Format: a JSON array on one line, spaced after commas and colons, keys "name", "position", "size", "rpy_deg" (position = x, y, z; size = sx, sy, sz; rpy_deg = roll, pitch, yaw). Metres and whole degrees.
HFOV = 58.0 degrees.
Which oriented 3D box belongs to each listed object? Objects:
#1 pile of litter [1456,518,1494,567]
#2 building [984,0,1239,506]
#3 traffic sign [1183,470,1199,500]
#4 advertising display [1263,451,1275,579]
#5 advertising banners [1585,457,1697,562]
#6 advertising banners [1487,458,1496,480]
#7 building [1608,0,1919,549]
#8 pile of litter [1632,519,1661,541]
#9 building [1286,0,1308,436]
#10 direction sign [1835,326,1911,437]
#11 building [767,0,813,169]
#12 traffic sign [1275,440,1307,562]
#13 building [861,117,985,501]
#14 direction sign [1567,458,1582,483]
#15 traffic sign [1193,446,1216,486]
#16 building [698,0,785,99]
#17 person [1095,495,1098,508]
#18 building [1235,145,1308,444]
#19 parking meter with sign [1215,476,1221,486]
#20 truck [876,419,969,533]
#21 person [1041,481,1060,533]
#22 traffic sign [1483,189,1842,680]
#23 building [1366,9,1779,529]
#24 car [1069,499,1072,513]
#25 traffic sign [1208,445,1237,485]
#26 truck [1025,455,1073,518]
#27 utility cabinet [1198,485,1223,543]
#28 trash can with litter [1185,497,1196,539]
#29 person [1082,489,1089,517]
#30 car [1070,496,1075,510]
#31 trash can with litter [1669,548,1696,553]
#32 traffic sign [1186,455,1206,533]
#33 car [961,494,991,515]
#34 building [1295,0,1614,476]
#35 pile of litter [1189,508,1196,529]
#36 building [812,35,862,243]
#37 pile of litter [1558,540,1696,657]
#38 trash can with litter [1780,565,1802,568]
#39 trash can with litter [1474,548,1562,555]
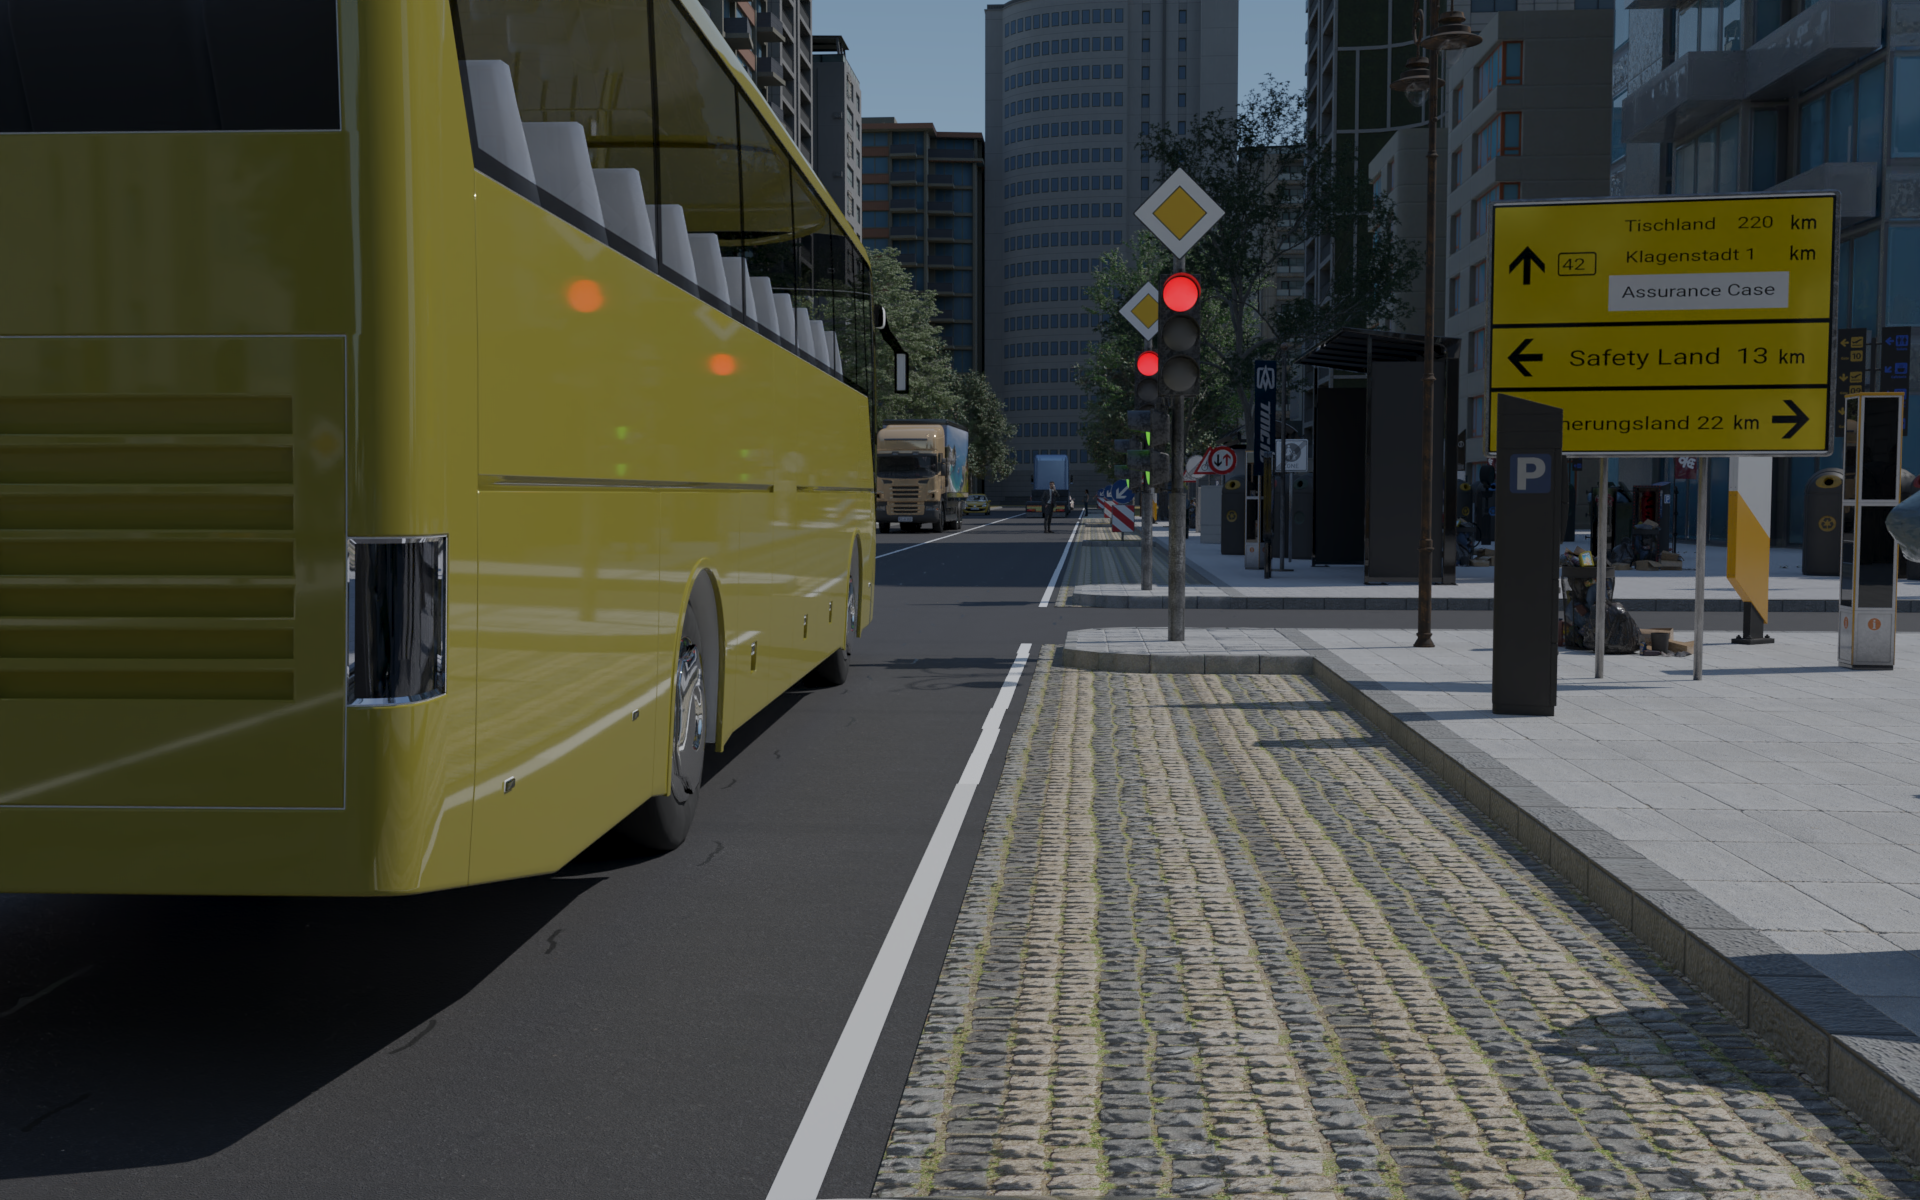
[{"name": "pile of litter", "position": [9.334, -1.055, 31.222], "size": [1.719, 0.858, 1.176], "rpy_deg": [-3, 5, -44]}, {"name": "building", "position": [17.132, -40.324, 201.297], "size": [28.212, 58.520, 21.231], "rpy_deg": [0, 4, 4]}, {"name": "traffic sign", "position": [10.193, -4.723, 77.219], "size": [0.884, 2.594, 0.081], "rpy_deg": [0, 4, 7]}, {"name": "advertising display", "position": [4.743, -1.307, 26.584], "size": [0.123, 1.923, 0.974], "rpy_deg": [1, 4, 13]}, {"name": "advertising banners", "position": [12.434, -2.155, 31.428], "size": [2.074, 3.025, 0.090], "rpy_deg": [0, 4, 4]}, {"name": "advertising banners", "position": [18.287, -3.960, 60.939], "size": [0.090, 3.025, 2.074], "rpy_deg": [-1, 4, -11]}, {"name": "building", "position": [32.640, -25.925, 43.489], "size": [30.456, 49.044, 23.786], "rpy_deg": [0, 4, 4]}, {"name": "pile of litter", "position": [11.721, -0.939, 29.322], "size": [1.719, 0.858, 1.176], "rpy_deg": [1, 4, 21]}, {"name": "building", "position": [37.358, -50.832, 143.776], "size": [22.319, 86.520, 31.000], "rpy_deg": [0, 4, 4]}, {"name": "direction sign", "position": [12.415, -1.934, 23.622], "size": [0.876, 3.537, 0.379], "rpy_deg": [2, 4, 28]}, {"name": "building", "position": [-20.469, -42.835, 138.605], "size": [20.563, 71.187, 20.611], "rpy_deg": [0, 4, 4]}, {"name": "traffic sign", "position": [6.196, -1.855, 32.455], "size": [0.606, 2.300, 0.079], "rpy_deg": [1, 4, 11]}, {"name": "building", "position": [-11.298, -33.616, 204.244], "size": [28.867, 44.769, 22.147], "rpy_deg": [0, 4, 4]}, {"name": "direction sign", "position": [20.526, -4.057, 58.322], "size": [0.876, 3.537, 0.379], "rpy_deg": [-1, 4, -8]}, {"name": "traffic sign", "position": [6.742, -2.860, 46.773], "size": [0.884, 2.594, 0.081], "rpy_deg": [0, 4, 7]}, {"name": "building", "position": [-23.766, -28.151, 114.896], "size": [22.147, 44.769, 28.867], "rpy_deg": [0, 4, 4]}, {"name": "person", "position": [13.282, -9.580, 165.851], "size": [1.217, 1.743, 0.721], "rpy_deg": [1, 4, 22]}, {"name": "building", "position": [38.329, -31.398, 196.944], "size": [14.086, 41.232, 14.154], "rpy_deg": [0, 4, 4]}, {"name": "parking meter with sign", "position": [11.471, -4.833, 75.282], "size": [1.738, 3.016, 0.543], "rpy_deg": [-1, 4, -15]}, {"name": "truck", "position": [-1.447, -4.784, 67.127], "size": [2.839, 4.237, 11.283], "rpy_deg": [0, 4, 6]}, {"name": "person", "position": [3.341, -3.422, 63.816], "size": [0.648, 1.900, 0.474], "rpy_deg": [-3, 4, -36]}, {"name": "traffic sign", "position": [4.767, -1.102, 11.891], "size": [2.265, 3.308, 0.079], "rpy_deg": [1, 4, 11]}, {"name": "building", "position": [34.108, -14.108, 75.705], "size": [27.650, 21.520, 28.899], "rpy_deg": [0, 4, 4]}, {"name": "car", "position": [7.416, -7.352, 129.988], "size": [2.009, 1.686, 4.222], "rpy_deg": [0, 4, 6]}, {"name": "traffic sign", "position": [6.894, -2.778, 45.532], "size": [0.768, 2.556, 0.104], "rpy_deg": [1, 4, 12]}, {"name": "truck", "position": [5.812, -7.523, 112.758], "size": [2.967, 4.110, 18.799], "rpy_deg": [0, 4, 4]}, {"name": "utility cabinet", "position": [6.804, -2.202, 44.684], "size": [1.173, 1.500, 0.318], "rpy_deg": [2, 4, 35]}, {"name": "trash can with litter", "position": [6.319, -2.316, 49.251], "size": [0.624, 1.170, 1.055], "rpy_deg": [1, 4, 10]}, {"name": "person", "position": [7.919, -6.139, 109.586], "size": [0.721, 1.735, 1.217], "rpy_deg": [-1, 4, -11]}, {"name": "car", "position": [9.339, -8.832, 156.764], "size": [2.083, 1.381, 4.827], "rpy_deg": [0, 4, 5]}, {"name": "trash can with litter", "position": [15.446, -1.687, 38.640], "size": [1.678, 1.210, 2.233], "rpy_deg": [1, 4, 17]}, {"name": "traffic sign", "position": [7.803, -3.479, 56.988], "size": [0.768, 2.556, 0.104], "rpy_deg": [1, 4, 13]}, {"name": "car", "position": [1.132, -6.558, 117.449], "size": [2.015, 1.641, 3.980], "rpy_deg": [0, 4, 4]}, {"name": "building", "position": [33.188, -41.619, 118.726], "size": [20.563, 71.187, 20.611], "rpy_deg": [0, 4, 4]}, {"name": "pile of litter", "position": [8.850, -3.092, 64.527], "size": [1.176, 0.858, 1.719], "rpy_deg": [0, 4, -2]}, {"name": "building", "position": [-16.315, -29.011, 157.928], "size": [14.086, 41.232, 14.154], "rpy_deg": [0, 4, 4]}, {"name": "pile of litter", "position": [5.403, -0.029, 14.432], "size": [1.176, 0.858, 1.719], "rpy_deg": [0, 4, -4]}, {"name": "trash can with litter", "position": [15.286, -1.136, 29.633], "size": [2.233, 1.210, 1.678], "rpy_deg": [2, 4, 28]}, {"name": "trash can with litter", "position": [11.421, -1.530, 36.072], "size": [2.233, 1.210, 1.678], "rpy_deg": [2, 4, 26]}]
